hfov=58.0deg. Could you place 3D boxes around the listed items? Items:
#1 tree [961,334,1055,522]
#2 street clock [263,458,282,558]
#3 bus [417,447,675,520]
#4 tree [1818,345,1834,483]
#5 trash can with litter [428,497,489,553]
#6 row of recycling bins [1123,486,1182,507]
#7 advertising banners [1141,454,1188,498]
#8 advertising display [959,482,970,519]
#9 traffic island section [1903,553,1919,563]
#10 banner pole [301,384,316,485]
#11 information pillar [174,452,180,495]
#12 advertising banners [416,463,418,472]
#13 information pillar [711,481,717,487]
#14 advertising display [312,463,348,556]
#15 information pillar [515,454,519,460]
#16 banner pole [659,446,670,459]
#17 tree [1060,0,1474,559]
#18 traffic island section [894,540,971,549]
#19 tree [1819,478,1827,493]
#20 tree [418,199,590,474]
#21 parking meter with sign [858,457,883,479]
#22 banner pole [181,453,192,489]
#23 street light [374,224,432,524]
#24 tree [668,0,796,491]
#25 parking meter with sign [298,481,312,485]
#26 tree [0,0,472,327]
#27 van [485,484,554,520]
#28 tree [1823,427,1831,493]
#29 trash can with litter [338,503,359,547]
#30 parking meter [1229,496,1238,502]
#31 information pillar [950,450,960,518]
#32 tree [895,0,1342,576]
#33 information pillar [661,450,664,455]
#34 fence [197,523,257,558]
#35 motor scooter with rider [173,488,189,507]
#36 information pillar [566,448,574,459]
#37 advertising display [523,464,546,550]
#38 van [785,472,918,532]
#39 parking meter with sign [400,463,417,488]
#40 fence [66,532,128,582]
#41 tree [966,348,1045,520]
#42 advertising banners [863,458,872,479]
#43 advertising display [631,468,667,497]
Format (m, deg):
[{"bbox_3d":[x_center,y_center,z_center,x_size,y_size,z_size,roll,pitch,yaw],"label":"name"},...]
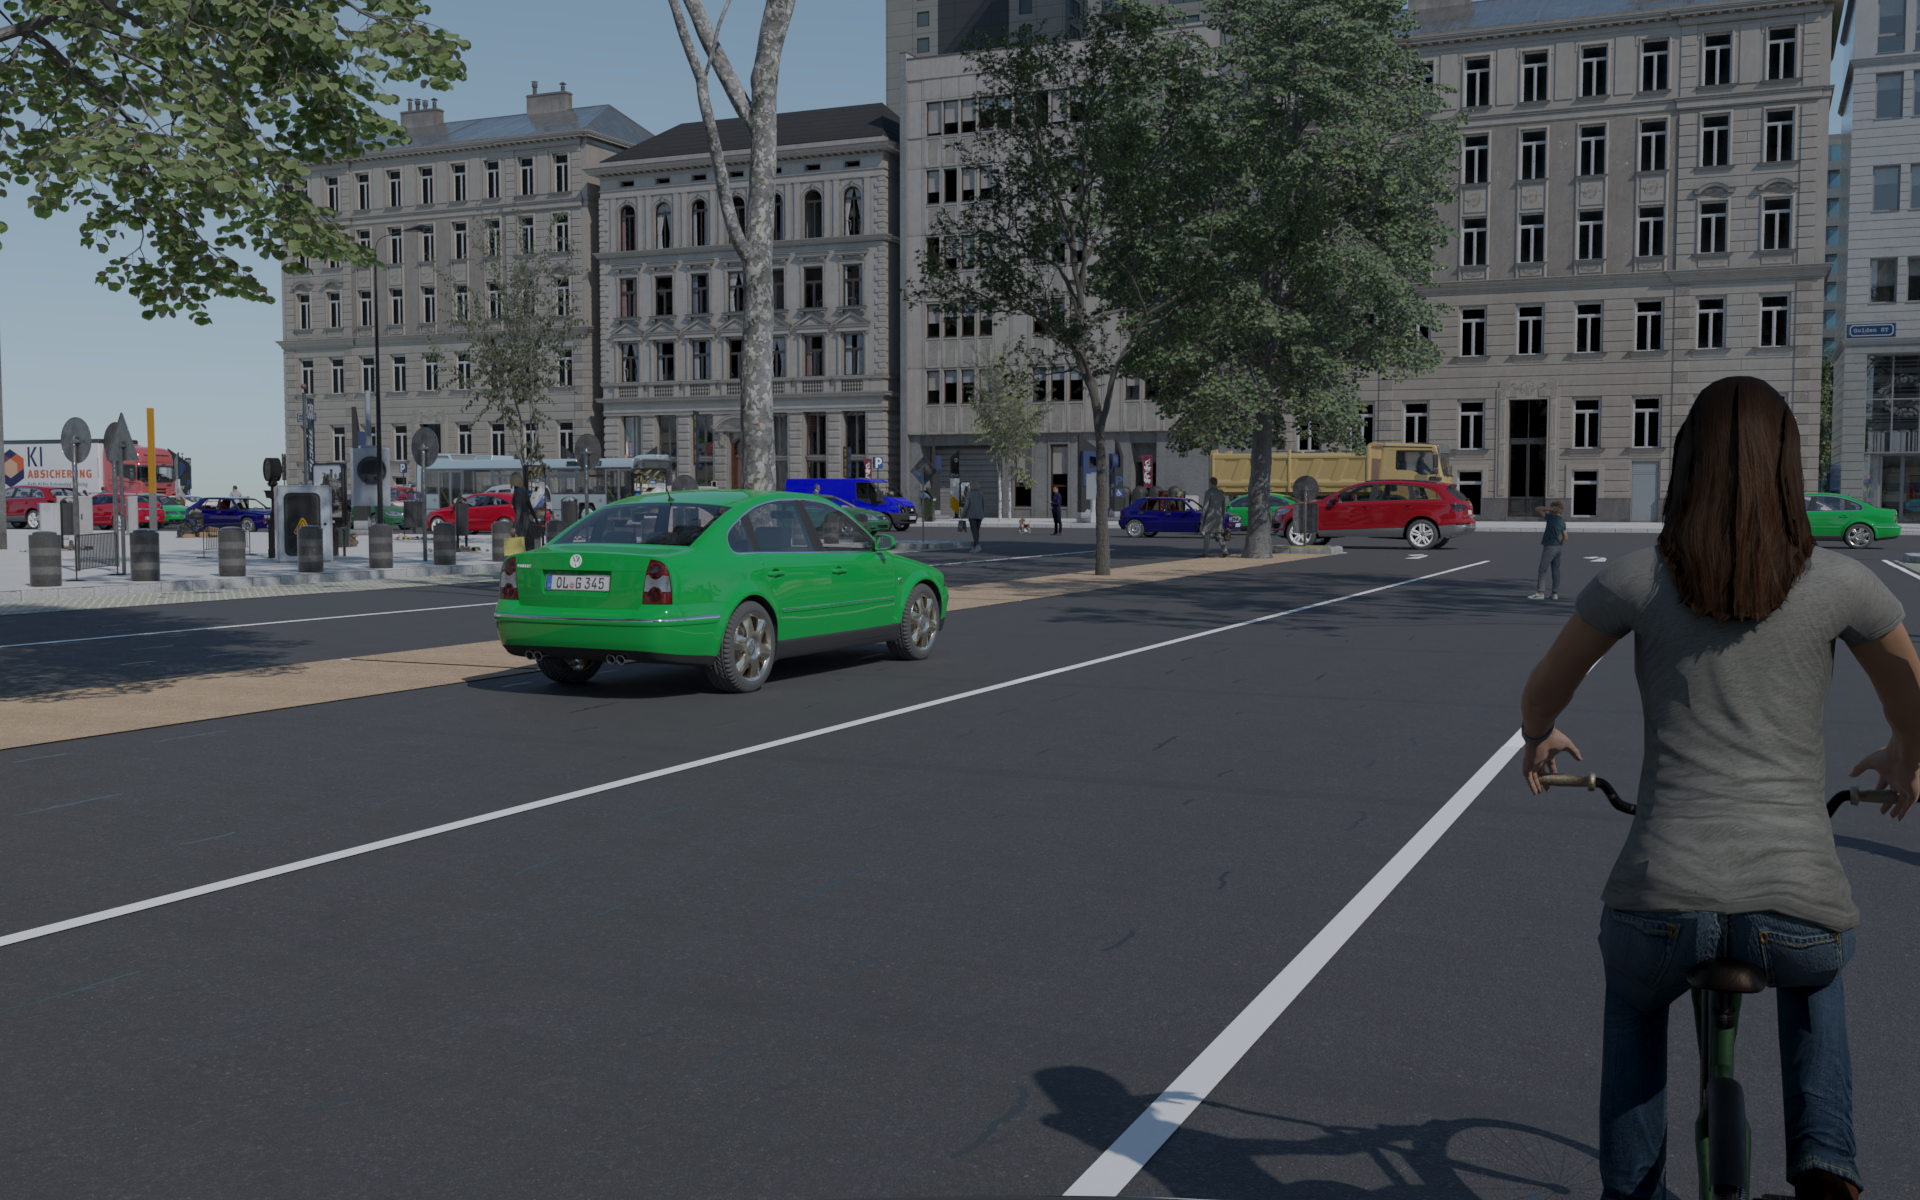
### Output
[{"bbox_3d":[2.017,-7.882,79.240,4.360,8.622,3.978,0,3,0],"label":"tree"},{"bbox_3d":[-13.696,-1.833,34.541,0.358,2.002,0.471,-3,5,-40],"label":"street clock"},{"bbox_3d":[-18.206,-5.043,77.312,13.247,3.499,2.948,2,4,25],"label":"bus"},{"bbox_3d":[66.014,-13.003,129.605,9.611,12.733,9.660,0,3,0],"label":"tree"},{"bbox_3d":[-11.347,-1.682,38.566,1.678,1.210,2.233,0,4,6],"label":"trash can with litter"},{"bbox_3d":[9.539,-4.909,87.368,3.534,1.692,1.069,2,4,26],"label":"row of recycling bins"},{"bbox_3d":[8.985,-4.896,76.236,2.074,3.025,0.090,1,4,17],"label":"advertising banners"},{"bbox_3d":[0.321,-5.235,90.805,0.123,1.923,0.974,3,5,42],"label":"advertising display"},{"bbox_3d":[20.880,-0.847,36.125,2.009,0.180,2.903,2,4,24],"label":"traffic island section"},{"bbox_3d":[-14.887,-3.034,39.620,0.401,3.779,0.863,0,4,-1],"label":"banner pole"},{"bbox_3d":[-43.757,-6.453,96.860,0.504,3.616,0.183,3,5,44],"label":"information pillar"},{"bbox_3d":[-30.015,-6.018,94.581,0.090,3.025,2.074,2,4,25],"label":"advertising banners"},{"bbox_3d":[-13.758,-5.650,96.874,0.304,2.012,0.304,-1,4,-14],"label":"information pillar"},{"bbox_3d":[-13.056,-1.877,35.898,0.974,1.923,0.123,2,4,32],"label":"advertising display"},{"bbox_3d":[-25.625,-6.668,100.381,0.504,3.616,0.183,3,5,40],"label":"information pillar"},{"bbox_3d":[-15.558,-6.173,90.950,0.401,3.779,0.863,3,4,37],"label":"banner pole"},{"bbox_3d":[6.639,-7.893,38.170,9.857,13.997,8.962,0,3,0],"label":"tree"},{"bbox_3d":[-1.000,-1.455,46.069,2.009,0.180,2.903,2,4,24],"label":"traffic island section"},{"bbox_3d":[88.281,-11.096,176.026,1.663,3.219,1.824,0,3,0],"label":"tree"},{"bbox_3d":[-10.956,-5.656,42.831,4.360,8.622,3.978,0,3,0],"label":"tree"},{"bbox_3d":[-4.425,-5.240,81.930,0.543,3.016,1.738,-3,5,-44],"label":"parking meter with sign"},{"bbox_3d":[-46.956,-7.039,105.109,0.863,3.779,0.401,1,4,16],"label":"banner pole"},{"bbox_3d":[-9.734,-3.527,30.202,1.470,5.913,1.316,2,4,24],"label":"street light"},{"bbox_3d":[-2.988,-9.881,19.895,12.611,20.169,13.585,0,3,0],"label":"tree"},{"bbox_3d":[-39.521,-6.616,104.428,0.543,3.016,1.738,2,4,29],"label":"parking meter with sign"},{"bbox_3d":[-6.229,-5.476,10.112,7.486,12.596,7.792,0,3,0],"label":"tree"},{"bbox_3d":[-18.606,-3.892,70.639,4.112,2.044,2.013,2,4,26],"label":"van"},{"bbox_3d":[79.834,-14.486,158.897,6.751,12.117,7.091,0,3,0],"label":"tree"},{"bbox_3d":[-14.966,-1.865,41.886,0.624,1.170,1.055,0,4,-1],"label":"trash can with litter"},{"bbox_3d":[12.721,-4.580,80.588,0.399,1.863,0.255,0,4,3],"label":"parking meter"},{"bbox_3d":[-0.260,-6.114,91.322,0.504,3.616,0.183,1,4,12],"label":"information pillar"},{"bbox_3d":[2.670,-5.718,30.365,8.767,10.594,7.601,2,4,24],"label":"tree"},{"bbox_3d":[-16.003,-6.189,92.542,0.504,3.616,0.183,1,4,18],"label":"information pillar"},{"bbox_3d":[-15.068,-1.238,35.610,0.278,0.683,2.069,0,4,3],"label":"fence"},{"bbox_3d":[-36.612,-4.404,80.974,1.986,1.779,0.876,1,4,23],"label":"motor scooter with rider"},{"bbox_3d":[-19.837,-5.925,88.221,0.504,3.616,0.183,2,4,34],"label":"information pillar"},{"bbox_3d":[-9.356,-2.013,38.120,0.123,1.923,0.974,1,4,9],"label":"advertising display"},{"bbox_3d":[-4.214,-3.851,67.349,5.245,2.365,2.240,1,4,23],"label":"van"},{"bbox_3d":[-31.084,-6.278,98.906,0.543,3.016,1.738,2,4,34],"label":"parking meter with sign"},{"bbox_3d":[-13.158,-0.675,26.417,0.278,0.683,2.069,-1,4,-10],"label":"fence"},{"bbox_3d":[2.416,-8.317,86.344,4.737,8.622,4.395,0,3,0],"label":"tree"},{"bbox_3d":[-3.968,-5.484,85.852,2.074,3.025,0.090,-3,5,-40],"label":"advertising banners"},{"bbox_3d":[-7.734,-2.318,43.116,0.974,1.923,0.123,-3,5,-42],"label":"advertising display"}]
